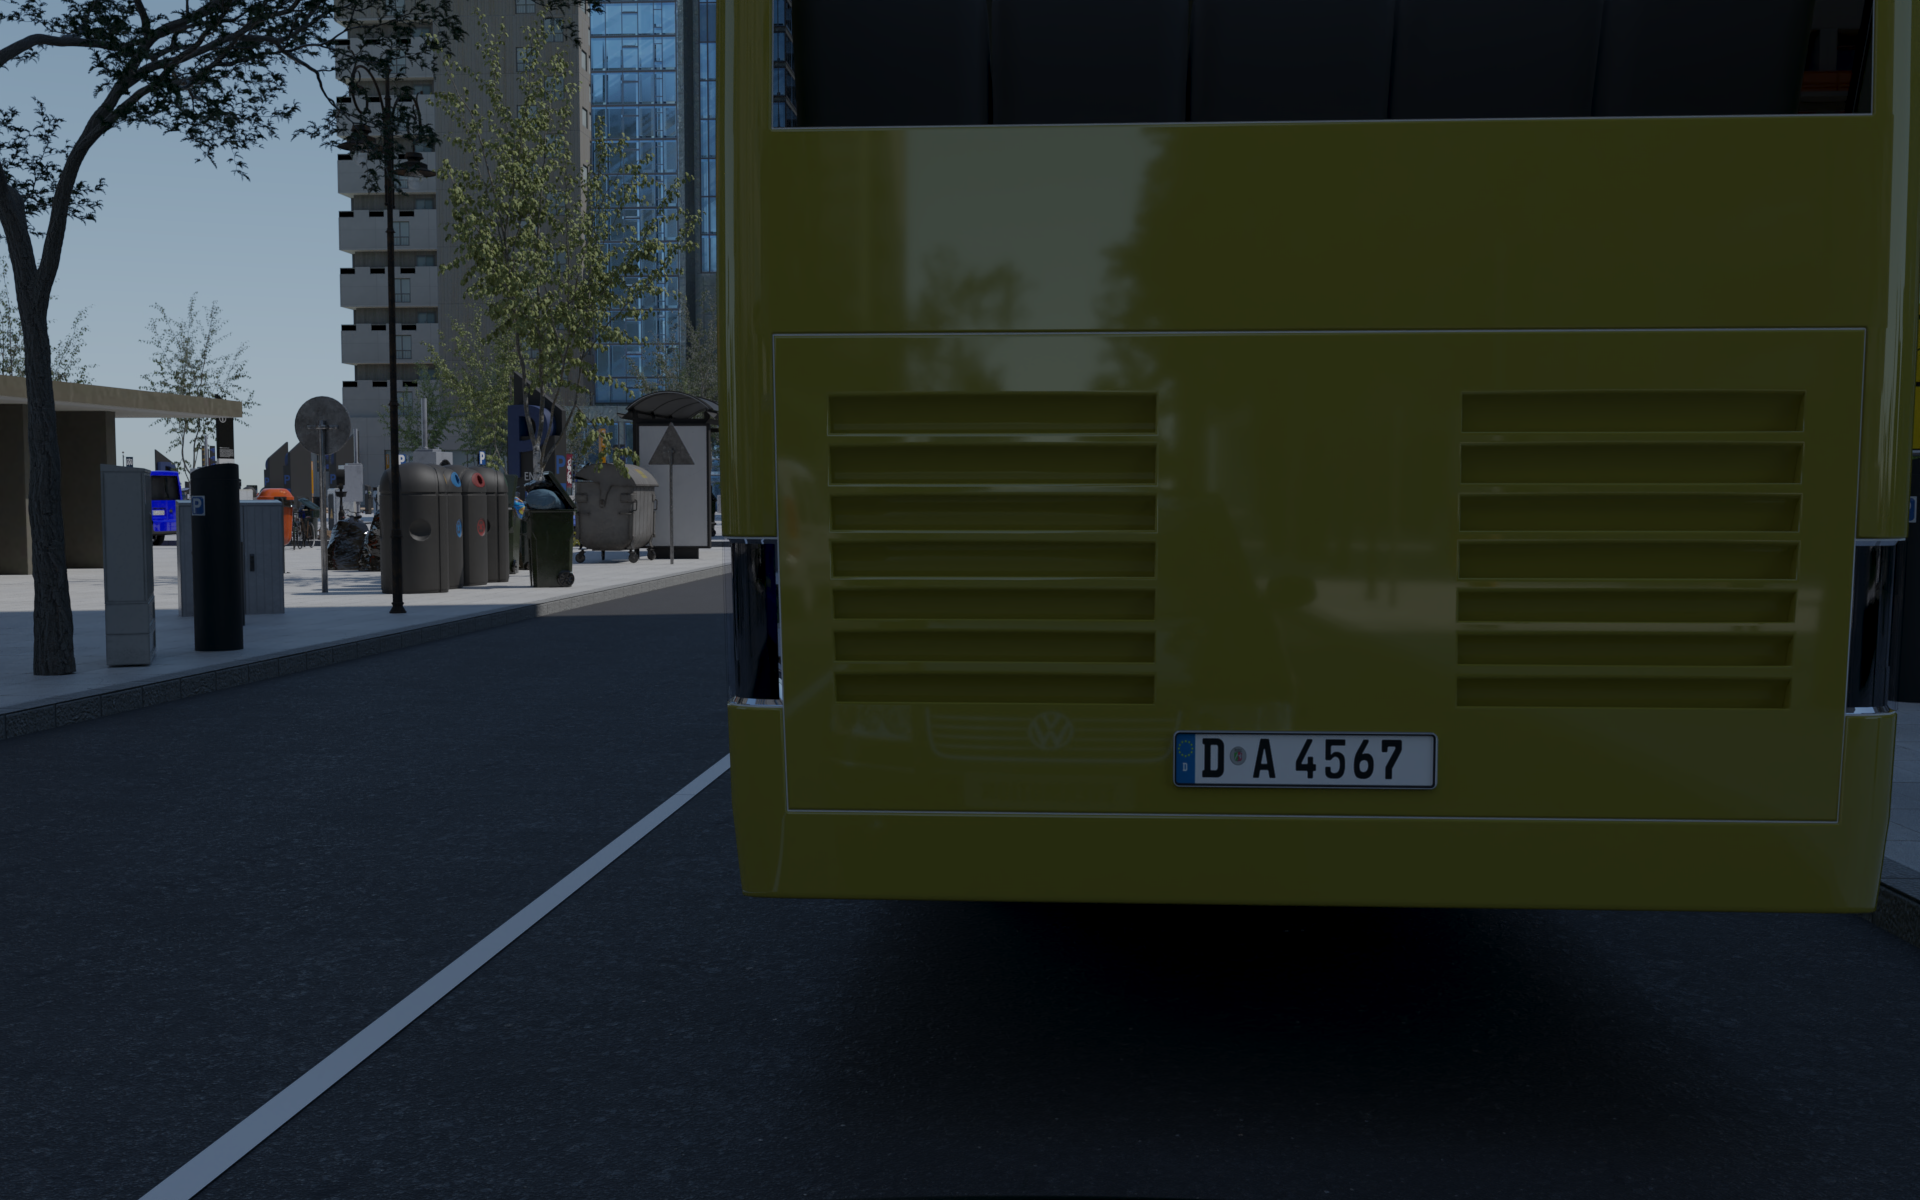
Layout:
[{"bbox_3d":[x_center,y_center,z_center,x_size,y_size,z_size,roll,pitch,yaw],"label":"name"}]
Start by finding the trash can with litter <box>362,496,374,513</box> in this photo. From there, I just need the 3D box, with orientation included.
[{"bbox_3d":[-39.460,-6.374,115.271,2.233,1.210,1.678,-2,4,-33],"label":"trash can with litter"}]

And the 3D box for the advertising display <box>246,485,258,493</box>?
[{"bbox_3d":[-49.859,-7.143,122.002,0.123,1.923,0.974,1,4,21],"label":"advertising display"}]

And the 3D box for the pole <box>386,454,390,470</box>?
[{"bbox_3d":[-29.466,-5.836,89.257,0.158,3.312,0.155,0,3,0],"label":"pole"}]

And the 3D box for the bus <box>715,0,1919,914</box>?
[{"bbox_3d":[1.099,-1.108,9.670,2.896,3.916,12.252,0,4,4],"label":"bus"}]

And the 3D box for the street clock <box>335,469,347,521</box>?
[{"bbox_3d":[-17.938,-2.791,50.210,0.358,2.002,0.471,-1,4,-18],"label":"street clock"}]

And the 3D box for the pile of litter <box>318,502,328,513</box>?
[{"bbox_3d":[-42.596,-6.199,115.320,1.176,0.858,1.719,3,5,40],"label":"pile of litter"}]

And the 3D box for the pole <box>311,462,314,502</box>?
[{"bbox_3d":[-40.580,-7.006,108.396,0.158,3.312,0.155,0,3,0],"label":"pole"}]

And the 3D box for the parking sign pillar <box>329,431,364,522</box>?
[{"bbox_3d":[-26.091,-5.197,73.440,1.447,3.967,1.447,2,4,27],"label":"parking sign pillar"}]

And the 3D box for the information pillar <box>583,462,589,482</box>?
[{"bbox_3d":[-26.892,-8.153,124.659,0.504,3.616,0.183,-2,4,-27],"label":"information pillar"}]

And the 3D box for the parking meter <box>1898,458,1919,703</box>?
[{"bbox_3d":[5.940,-0.143,10.746,0.372,1.533,0.369,0,3,0],"label":"parking meter"}]

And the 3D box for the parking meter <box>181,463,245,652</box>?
[{"bbox_3d":[-6.110,-0.356,14.239,0.372,1.533,0.369,0,3,0],"label":"parking meter"}]

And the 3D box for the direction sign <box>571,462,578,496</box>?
[{"bbox_3d":[-27.514,-7.990,122.633,0.876,3.537,0.379,-1,4,-17],"label":"direction sign"}]

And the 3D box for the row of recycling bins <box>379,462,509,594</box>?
[{"bbox_3d":[-7.102,-1.025,23.878,1.069,1.692,3.534,0,4,2],"label":"row of recycling bins"}]

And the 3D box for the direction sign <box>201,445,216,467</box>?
[{"bbox_3d":[-35.013,-5.429,80.767,0.379,3.537,0.876,1,4,17],"label":"direction sign"}]

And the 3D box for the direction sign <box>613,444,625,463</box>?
[{"bbox_3d":[-15.540,-5.323,79.030,0.876,3.537,0.379,3,5,43],"label":"direction sign"}]

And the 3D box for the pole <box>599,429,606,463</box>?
[{"bbox_3d":[-11.171,-3.688,54.142,0.158,3.312,0.155,0,3,0],"label":"pole"}]

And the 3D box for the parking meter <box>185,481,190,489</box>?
[{"bbox_3d":[-35.048,-4.474,78.863,0.255,1.863,0.399,3,5,44],"label":"parking meter"}]

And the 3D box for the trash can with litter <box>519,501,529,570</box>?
[{"bbox_3d":[-7.424,-1.084,29.106,0.624,1.170,1.055,2,4,24],"label":"trash can with litter"}]

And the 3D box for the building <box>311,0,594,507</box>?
[{"bbox_3d":[-48.057,-36.060,178.819,27.495,52.752,28.713,0,4,4],"label":"building"}]

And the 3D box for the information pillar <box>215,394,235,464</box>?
[{"bbox_3d":[-17.272,-3.020,40.724,0.183,3.616,0.504,1,4,22],"label":"information pillar"}]

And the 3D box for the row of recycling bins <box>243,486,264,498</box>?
[{"bbox_3d":[-38.693,-5.264,93.176,3.534,1.692,1.069,-1,4,-15],"label":"row of recycling bins"}]

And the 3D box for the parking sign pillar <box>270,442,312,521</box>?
[{"bbox_3d":[-29.342,-5.397,76.719,1.447,3.967,1.447,1,4,21],"label":"parking sign pillar"}]

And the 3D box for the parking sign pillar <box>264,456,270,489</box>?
[{"bbox_3d":[-34.995,-6.129,88.681,1.447,3.967,1.447,2,4,24],"label":"parking sign pillar"}]

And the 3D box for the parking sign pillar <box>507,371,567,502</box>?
[{"bbox_3d":[-9.229,-3.015,37.763,1.447,3.967,1.447,2,4,25],"label":"parking sign pillar"}]

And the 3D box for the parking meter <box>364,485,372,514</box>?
[{"bbox_3d":[-37.282,-6.323,109.095,0.399,1.863,0.255,2,4,32],"label":"parking meter"}]

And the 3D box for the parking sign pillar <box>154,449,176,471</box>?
[{"bbox_3d":[-47.911,-7.106,104.652,1.447,3.967,1.447,2,4,31],"label":"parking sign pillar"}]

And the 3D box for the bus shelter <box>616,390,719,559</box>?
[{"bbox_3d":[-5.542,-2.613,36.653,2.014,3.302,5.546,0,4,4],"label":"bus shelter"}]

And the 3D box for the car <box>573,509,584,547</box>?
[{"bbox_3d":[-10.544,-2.086,43.705,3.694,1.707,1.945,0,4,2],"label":"car"}]

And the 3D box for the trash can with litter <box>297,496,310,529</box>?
[{"bbox_3d":[-24.161,-3.162,62.749,1.678,1.210,2.233,2,4,27],"label":"trash can with litter"}]

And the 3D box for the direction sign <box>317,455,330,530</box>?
[{"bbox_3d":[-22.204,-4.185,60.428,0.876,3.537,0.379,3,5,43],"label":"direction sign"}]

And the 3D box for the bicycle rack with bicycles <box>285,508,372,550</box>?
[{"bbox_3d":[-15.035,-1.669,40.674,2.852,0.926,2.925,0,4,1],"label":"bicycle rack with bicycles"}]

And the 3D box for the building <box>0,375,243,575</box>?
[{"bbox_3d":[-28.456,-22.428,21.330,28.867,44.769,22.147,0,4,4],"label":"building"}]

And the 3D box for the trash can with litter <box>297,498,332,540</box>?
[{"bbox_3d":[-18.017,-2.273,48.559,1.055,1.170,0.624,1,4,12],"label":"trash can with litter"}]
